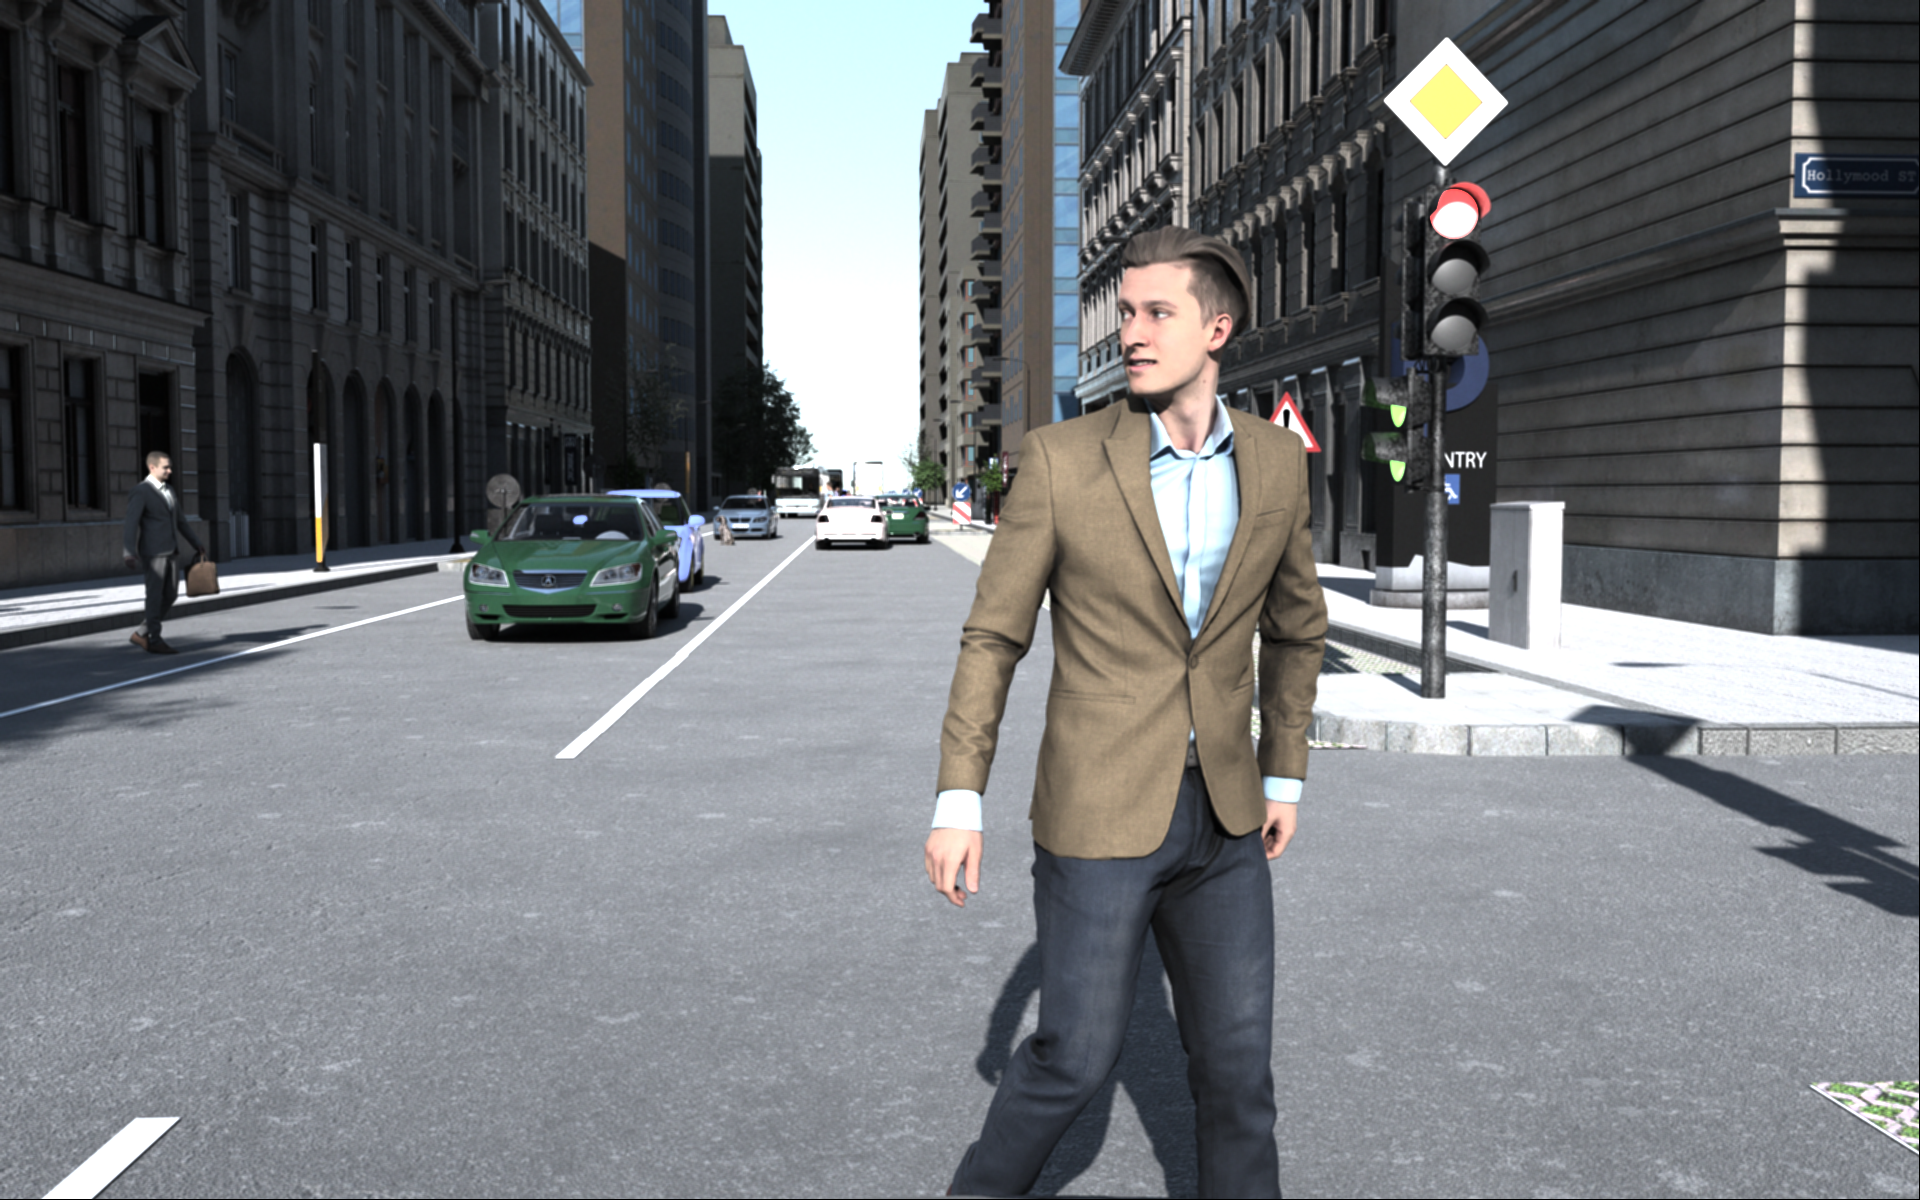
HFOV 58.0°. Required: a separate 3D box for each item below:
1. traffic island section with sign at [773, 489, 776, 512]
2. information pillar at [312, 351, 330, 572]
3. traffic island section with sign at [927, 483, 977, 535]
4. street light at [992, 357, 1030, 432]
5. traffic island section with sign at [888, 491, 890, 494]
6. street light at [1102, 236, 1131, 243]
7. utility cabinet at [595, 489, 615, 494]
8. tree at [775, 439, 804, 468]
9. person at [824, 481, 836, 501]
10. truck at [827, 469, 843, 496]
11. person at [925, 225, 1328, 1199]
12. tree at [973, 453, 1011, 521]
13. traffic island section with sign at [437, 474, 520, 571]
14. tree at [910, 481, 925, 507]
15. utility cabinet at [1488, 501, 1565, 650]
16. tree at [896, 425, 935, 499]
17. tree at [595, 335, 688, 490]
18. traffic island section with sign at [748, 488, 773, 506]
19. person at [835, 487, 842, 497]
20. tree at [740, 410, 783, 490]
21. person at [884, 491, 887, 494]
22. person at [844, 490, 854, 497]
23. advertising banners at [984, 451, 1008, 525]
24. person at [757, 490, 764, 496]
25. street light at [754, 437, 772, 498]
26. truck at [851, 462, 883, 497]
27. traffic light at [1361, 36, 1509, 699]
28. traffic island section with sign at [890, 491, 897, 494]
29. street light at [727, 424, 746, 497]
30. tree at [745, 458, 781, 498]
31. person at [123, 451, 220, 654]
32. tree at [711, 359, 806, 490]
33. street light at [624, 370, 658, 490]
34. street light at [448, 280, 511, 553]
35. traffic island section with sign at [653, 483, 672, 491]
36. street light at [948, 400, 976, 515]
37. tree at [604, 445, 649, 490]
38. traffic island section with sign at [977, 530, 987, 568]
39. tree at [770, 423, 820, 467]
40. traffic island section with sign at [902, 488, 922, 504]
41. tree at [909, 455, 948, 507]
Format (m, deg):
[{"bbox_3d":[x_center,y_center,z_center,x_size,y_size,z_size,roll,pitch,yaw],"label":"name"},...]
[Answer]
[{"bbox_3d":[-14.600,-7.862,137.167,1.989,1.847,2.006,0,4,-3],"label":"traffic island section with sign"},{"bbox_3d":[-10.574,-2.281,28.642,0.183,3.616,0.504,0,4,-6],"label":"information pillar"},{"bbox_3d":[-0.097,-3.184,60.688,1.989,1.847,2.006,0,4,-3],"label":"traffic island section with sign"},{"bbox_3d":[1.789,-5.274,58.766,1.470,5.913,1.316,0,4,-3],"label":"street light"},{"bbox_3d":[-7.488,-11.285,193.130,1.989,1.847,2.006,0,4,-3],"label":"traffic island section with sign"},{"bbox_3d":[3.244,-3.597,31.353,1.470,5.913,1.316,0,4,-3],"label":"street light"},{"bbox_3d":[-14.731,-3.868,71.919,0.318,1.500,1.173,1,4,18],"label":"utility cabinet"},{"bbox_3d":[-20.444,-15.370,201.657,4.737,8.622,4.395,0,3,0],"label":"tree"},{"bbox_3d":[-3.881,-2.678,52.386,0.778,1.811,0.616,1,4,20],"label":"person"},{"bbox_3d":[-14.758,-12.821,198.544,2.839,4.237,11.283,0,4,-3],"label":"truck"},{"bbox_3d":[0.266,0.344,2.781,0.836,1.842,0.656,3,5,41],"label":"person"},{"bbox_3d":[1.662,-5.320,81.583,1.663,3.219,1.824,0,3,0],"label":"tree"},{"bbox_3d":[-8.790,-1.501,33.168,1.989,1.847,2.006,0,4,-3],"label":"traffic island section with sign"},{"bbox_3d":[-4.082,-10.914,173.045,1.663,3.219,1.824,0,3,0],"label":"tree"},{"bbox_3d":[4.786,-0.217,14.702,0.306,1.237,1.020,0,4,-1],"label":"utility cabinet"},{"bbox_3d":[-4.333,-14.056,180.173,4.360,8.622,3.978,0,3,0],"label":"tree"},{"bbox_3d":[-14.294,-7.881,79.222,4.360,8.622,3.978,0,3,0],"label":"tree"},{"bbox_3d":[-13.052,-6.175,109.583,1.989,1.847,2.006,0,4,-3],"label":"traffic island section with sign"},{"bbox_3d":[-6.860,-5.461,97.650,0.599,1.838,0.709,2,4,31],"label":"person"},{"bbox_3d":[-17.493,-12.291,151.318,4.360,8.622,3.978,0,3,0],"label":"tree"},{"bbox_3d":[-8.999,-12.461,212.108,0.599,1.838,0.709,1,4,21],"label":"person"},{"bbox_3d":[-8.190,-7.238,127.557,1.217,1.743,0.721,-1,4,-10],"label":"person"},{"bbox_3d":[1.517,-4.624,71.792,0.090,3.025,2.074,-2,4,-26],"label":"advertising banners"},{"bbox_3d":[-10.333,-4.880,89.762,0.593,1.643,0.415,2,4,24],"label":"person"},{"bbox_3d":[-16.307,-10.373,142.139,1.470,5.913,1.316,0,4,-3],"label":"street light"},{"bbox_3d":[-8.272,-10.142,154.731,2.839,4.237,11.283,0,4,-4],"label":"truck"},{"bbox_3d":[2.965,-1.339,10.811,0.839,4.253,0.868,0,4,-3],"label":"traffic light"},{"bbox_3d":[-4.393,-7.896,137.724,1.989,1.847,2.006,0,4,-3],"label":"traffic island section with sign"},{"bbox_3d":[-14.854,-8.701,114.801,1.470,5.913,1.316,0,4,-3],"label":"street light"},{"bbox_3d":[-17.694,-10.544,156.104,4.285,4.588,4.351,0,3,0],"label":"tree"},{"bbox_3d":[-7.163,-0.424,15.550,0.853,1.813,0.709,1,4,10],"label":"person"},{"bbox_3d":[-19.311,-15.635,162.289,9.857,13.997,8.962,0,3,0],"label":"tree"},{"bbox_3d":[-11.986,-5.645,64.832,1.470,5.913,1.316,0,4,-3],"label":"street light"},{"bbox_3d":[-10.440,-3.984,37.675,1.470,5.913,1.316,0,4,-3],"label":"street light"},{"bbox_3d":[-10.302,-3.147,60.081,1.989,1.847,2.006,0,4,-3],"label":"traffic island section with sign"},{"bbox_3d":[0.198,-6.935,85.920,1.470,5.913,1.316,0,4,-3],"label":"street light"},{"bbox_3d":[-13.048,-4.538,68.796,1.663,3.219,1.824,0,3,0],"label":"tree"},{"bbox_3d":[1.427,-1.513,33.361,1.989,1.847,2.006,0,4,-3],"label":"traffic island section with sign"},{"bbox_3d":[-23.241,-19.051,237.232,9.928,11.665,9.643,0,3,0],"label":"tree"},{"bbox_3d":[-2.833,-6.184,109.729,1.989,1.847,2.006,0,4,-3],"label":"traffic island section with sign"},{"bbox_3d":[-2.705,-10.022,147.571,4.285,4.588,4.351,0,3,0],"label":"tree"}]
